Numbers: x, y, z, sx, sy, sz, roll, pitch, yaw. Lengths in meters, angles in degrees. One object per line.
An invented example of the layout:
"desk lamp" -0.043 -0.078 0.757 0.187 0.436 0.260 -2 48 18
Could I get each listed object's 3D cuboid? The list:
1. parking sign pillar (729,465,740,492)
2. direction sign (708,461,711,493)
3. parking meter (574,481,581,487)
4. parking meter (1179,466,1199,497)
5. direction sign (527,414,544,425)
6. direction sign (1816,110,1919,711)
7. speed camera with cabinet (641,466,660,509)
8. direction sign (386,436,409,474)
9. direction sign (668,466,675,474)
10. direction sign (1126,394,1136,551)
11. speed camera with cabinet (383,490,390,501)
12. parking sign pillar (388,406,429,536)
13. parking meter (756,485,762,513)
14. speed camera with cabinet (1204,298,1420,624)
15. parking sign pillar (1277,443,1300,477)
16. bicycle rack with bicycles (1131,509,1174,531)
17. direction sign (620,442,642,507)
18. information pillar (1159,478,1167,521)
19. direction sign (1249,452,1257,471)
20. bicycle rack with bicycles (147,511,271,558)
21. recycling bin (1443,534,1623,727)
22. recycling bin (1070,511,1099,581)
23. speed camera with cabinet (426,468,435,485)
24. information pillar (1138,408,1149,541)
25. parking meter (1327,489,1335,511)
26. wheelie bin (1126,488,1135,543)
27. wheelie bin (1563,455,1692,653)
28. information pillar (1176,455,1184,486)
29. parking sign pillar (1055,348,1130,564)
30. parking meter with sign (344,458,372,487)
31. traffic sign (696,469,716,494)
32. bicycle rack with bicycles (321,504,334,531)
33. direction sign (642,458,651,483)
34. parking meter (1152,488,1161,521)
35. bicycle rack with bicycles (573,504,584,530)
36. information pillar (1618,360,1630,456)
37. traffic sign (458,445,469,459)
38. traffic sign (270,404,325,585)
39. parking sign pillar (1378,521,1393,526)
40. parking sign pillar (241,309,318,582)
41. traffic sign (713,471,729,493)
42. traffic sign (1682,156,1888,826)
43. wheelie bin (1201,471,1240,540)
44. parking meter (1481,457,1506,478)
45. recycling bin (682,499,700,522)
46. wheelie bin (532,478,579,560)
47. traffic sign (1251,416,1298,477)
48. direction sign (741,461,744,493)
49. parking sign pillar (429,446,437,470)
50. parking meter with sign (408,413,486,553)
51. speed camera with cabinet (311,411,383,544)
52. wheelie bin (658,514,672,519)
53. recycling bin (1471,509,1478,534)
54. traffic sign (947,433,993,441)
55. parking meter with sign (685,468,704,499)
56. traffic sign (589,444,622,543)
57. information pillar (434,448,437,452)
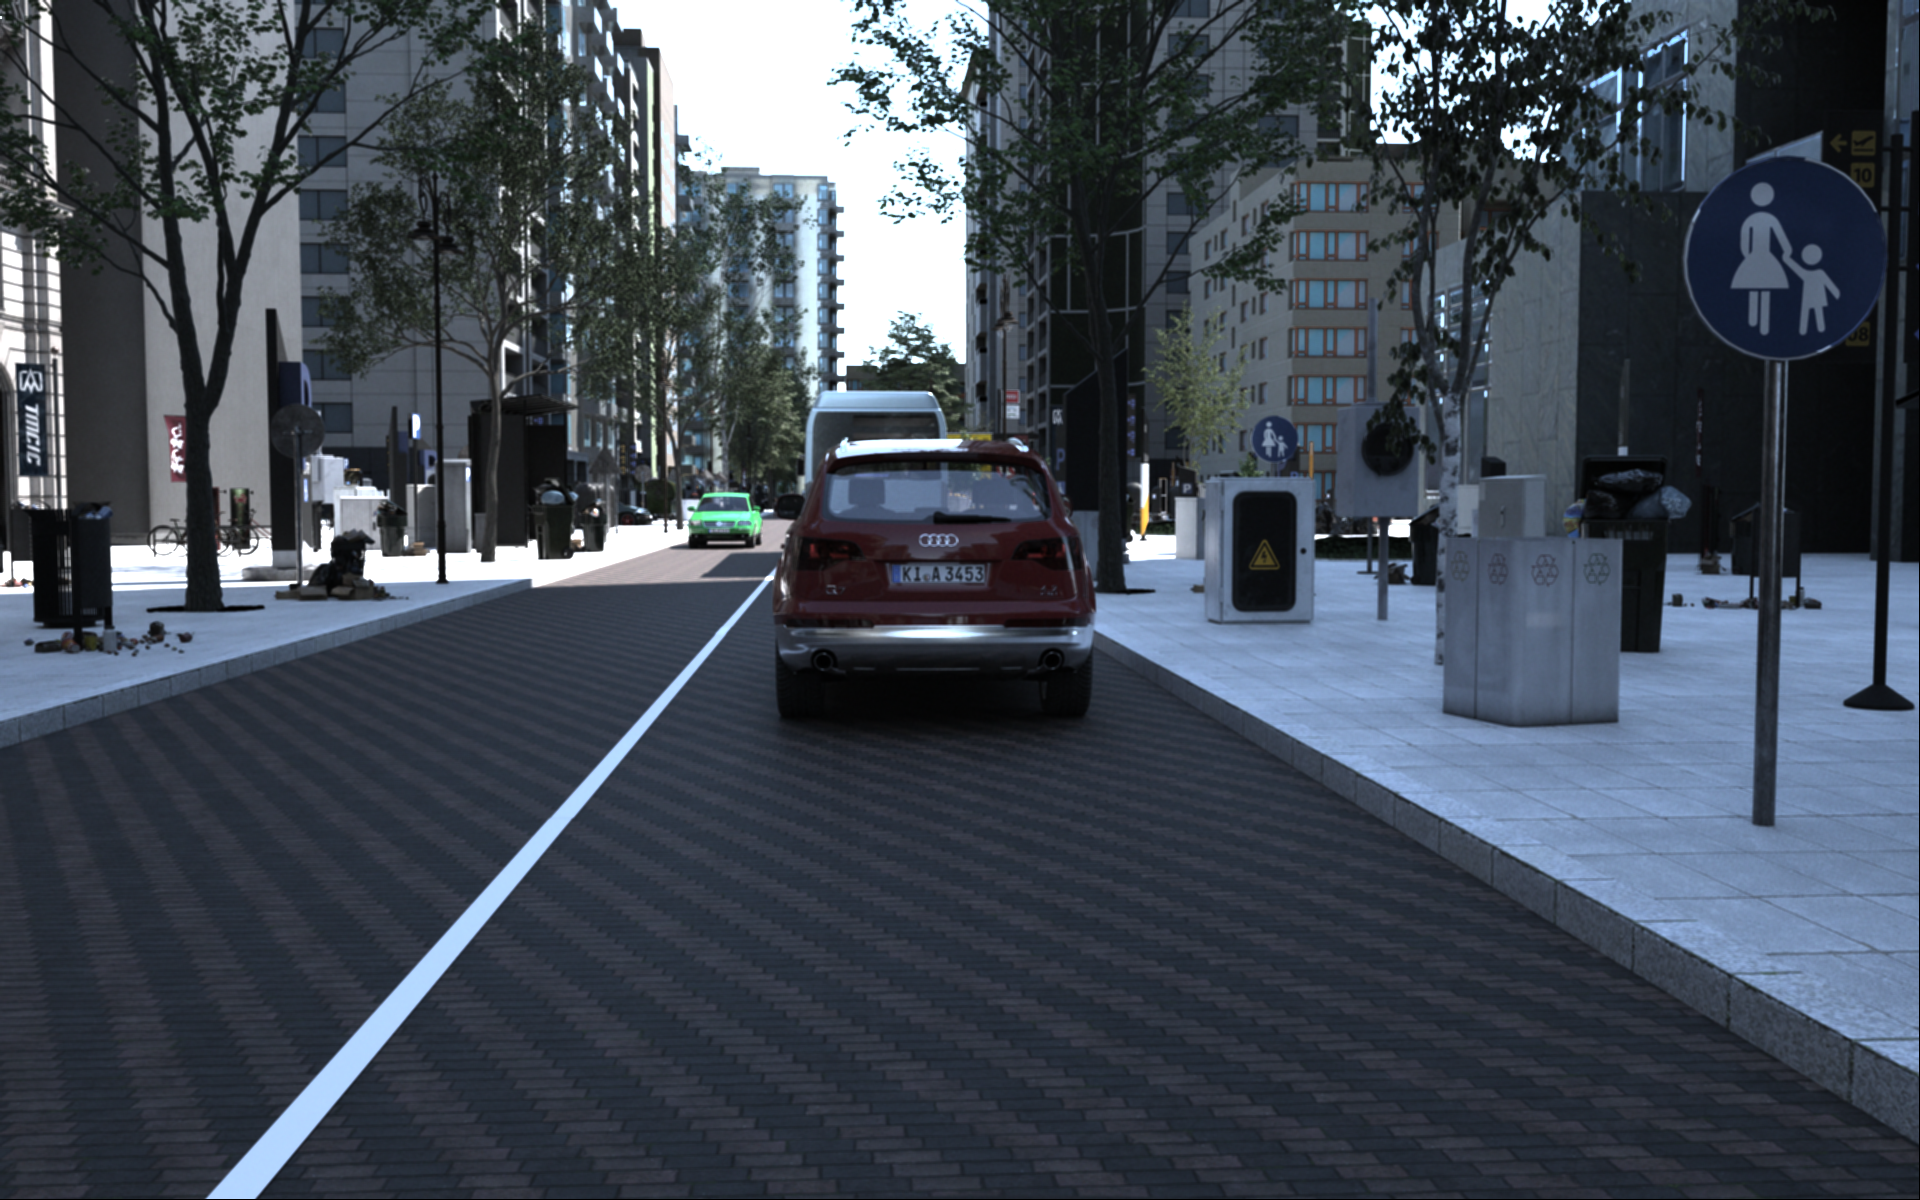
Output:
"parking sign pillar" -18.225 -9.157 138.194 1.447 3.967 1.447 -1 4 -18
"direction sign" -17.133 -7.743 118.592 0.379 3.537 0.876 0 4 8
"parking meter" -17.008 -4.369 77.150 0.255 1.863 0.399 1 4 15
"parking meter" 4.806 -1.877 36.407 0.399 1.863 0.255 1 4 18
"direction sign" -12.060 -3.462 48.596 0.876 3.537 0.379 -3 5 -40
"direction sign" 5.536 -1.121 10.330 0.876 3.537 0.379 0 4 -2
"speed camera with cabinet" -21.595 -7.720 120.563 2.038 3.252 0.660 -1 4 -19
"direction sign" -21.734 -4.588 67.005 0.876 3.537 0.379 0 4 3
"direction sign" -23.892 -9.260 143.391 0.379 3.537 0.876 -3 5 -41
"direction sign" 3.685 -2.884 39.149 0.379 3.537 0.876 3 5 43
"speed camera with cabinet" -27.814 -5.453 83.500 2.038 3.252 0.660 0 4 -7
"parking sign pillar" -17.482 -4.001 53.893 1.447 3.967 1.447 -2 4 -24
"parking meter" -13.532 -6.765 116.325 0.255 1.863 0.399 -3 4 -39
"speed camera with cabinet" 3.516 -1.405 17.315 2.038 3.252 0.660 0 4 -8
"parking sign pillar" 12.478 -4.728 65.777 1.447 3.967 1.447 -1 4 -9
"bicycle rack with bicycles" 5.751 -2.753 58.387 2.925 0.926 2.852 0 4 8
"direction sign" -14.548 -5.129 75.864 0.876 3.537 0.379 -3 5 -43
"information pillar" 9.419 -4.650 80.512 0.304 2.012 0.304 -1 4 -9
"direction sign" 15.737 -6.192 93.237 0.379 3.537 0.876 -2 4 -24
"bicycle rack with bicycles" -15.431 -1.371 35.801 2.925 0.926 2.852 0 4 5
"recycling bin" 3.270 0.161 9.926 0.722 1.027 0.722 -1 4 -19
"recycling bin" 1.670 -0.808 25.771 0.722 1.027 0.722 -2 4 -29
"speed camera with cabinet" -34.426 -7.151 111.260 2.038 3.252 0.660 3 4 37
"information pillar" 5.027 -3.412 47.144 0.183 3.616 0.504 1 4 23
"parking meter" 17.490 -4.484 81.726 0.372 1.533 0.369 0 3 0
"wheelie bin" 4.169 -2.304 45.584 0.693 1.594 0.980 -2 4 -27
"wheelie bin" 5.473 -0.386 14.216 0.980 1.594 0.693 1 4 14
"information pillar" 13.257 -6.922 104.527 0.504 3.616 0.183 1 4 9
"parking sign pillar" 2.425 -2.662 31.996 1.447 3.967 1.447 -2 4 -26
"parking meter with sign" -29.216 -5.421 84.901 1.738 3.016 0.543 -3 5 -44
"traffic sign" -9.971 -3.935 67.978 0.795 2.450 0.064 0 4 -4
"bicycle rack with bicycles" -22.392 -2.865 60.221 2.852 0.926 2.925 -3 5 -44
"direction sign" -19.679 -7.166 109.166 0.379 3.537 0.876 -2 4 -35
"parking meter" 7.874 -3.727 69.340 0.372 1.533 0.369 0 3 0
"bicycle rack with bicycles" -14.291 -2.926 61.226 2.852 0.926 2.925 -1 4 -20
"information pillar" 11.662 -2.393 30.476 0.183 3.616 0.504 1 4 12
"traffic sign" -12.388 -2.687 44.038 0.768 2.556 0.104 0 4 3
"traffic sign" -9.345 -1.489 24.449 0.768 2.556 0.104 0 4 -2
"parking sign pillar" 16.704 -4.970 69.725 1.447 3.967 1.447 -2 4 -26
"parking sign pillar" -10.022 -2.291 25.927 1.447 3.967 1.447 -1 4 -13
"traffic sign" -10.512 -4.422 75.945 0.795 2.450 0.064 0 4 -4
"traffic sign" 3.121 -0.400 6.648 0.768 2.556 0.104 0 4 1
"wheelie bin" 3.724 -0.984 23.989 0.693 1.594 0.980 -1 4 -11
"parking meter" 8.295 -1.300 26.974 0.255 1.863 0.399 -1 4 -9
"recycling bin" -12.698 -4.202 81.257 0.722 1.027 0.722 -3 5 -42
"wheelie bin" -7.965 -1.591 33.928 0.693 1.594 0.980 -3 4 -36
"traffic sign" 5.110 -1.720 28.227 0.768 2.556 0.104 0 4 1
"direction sign" -14.835 -7.725 118.297 0.379 3.537 0.876 -1 4 -16
"parking sign pillar" -23.389 -5.366 76.210 1.447 3.967 1.447 1 4 20
"parking meter with sign" -11.018 -2.532 37.658 1.738 3.016 0.543 0 4 0
"speed camera with cabinet" -14.582 -2.848 40.903 2.038 3.252 0.660 3 5 39
"wheelie bin" -15.063 -4.940 88.683 0.980 1.594 0.693 1 4 23
"recycling bin" 8.914 -0.976 28.504 0.722 1.027 0.722 -1 4 -21
"traffic sign" -0.038 -3.888 57.443 2.265 3.308 0.079 0 4 5
"parking meter with sign" -18.167 -7.377 116.869 1.738 3.016 0.543 1 4 10
"traffic sign" -9.279 -2.772 45.334 0.884 2.594 0.081 0 4 1
"information pillar" -24.594 -5.514 81.508 0.504 3.616 0.183 2 4 26
